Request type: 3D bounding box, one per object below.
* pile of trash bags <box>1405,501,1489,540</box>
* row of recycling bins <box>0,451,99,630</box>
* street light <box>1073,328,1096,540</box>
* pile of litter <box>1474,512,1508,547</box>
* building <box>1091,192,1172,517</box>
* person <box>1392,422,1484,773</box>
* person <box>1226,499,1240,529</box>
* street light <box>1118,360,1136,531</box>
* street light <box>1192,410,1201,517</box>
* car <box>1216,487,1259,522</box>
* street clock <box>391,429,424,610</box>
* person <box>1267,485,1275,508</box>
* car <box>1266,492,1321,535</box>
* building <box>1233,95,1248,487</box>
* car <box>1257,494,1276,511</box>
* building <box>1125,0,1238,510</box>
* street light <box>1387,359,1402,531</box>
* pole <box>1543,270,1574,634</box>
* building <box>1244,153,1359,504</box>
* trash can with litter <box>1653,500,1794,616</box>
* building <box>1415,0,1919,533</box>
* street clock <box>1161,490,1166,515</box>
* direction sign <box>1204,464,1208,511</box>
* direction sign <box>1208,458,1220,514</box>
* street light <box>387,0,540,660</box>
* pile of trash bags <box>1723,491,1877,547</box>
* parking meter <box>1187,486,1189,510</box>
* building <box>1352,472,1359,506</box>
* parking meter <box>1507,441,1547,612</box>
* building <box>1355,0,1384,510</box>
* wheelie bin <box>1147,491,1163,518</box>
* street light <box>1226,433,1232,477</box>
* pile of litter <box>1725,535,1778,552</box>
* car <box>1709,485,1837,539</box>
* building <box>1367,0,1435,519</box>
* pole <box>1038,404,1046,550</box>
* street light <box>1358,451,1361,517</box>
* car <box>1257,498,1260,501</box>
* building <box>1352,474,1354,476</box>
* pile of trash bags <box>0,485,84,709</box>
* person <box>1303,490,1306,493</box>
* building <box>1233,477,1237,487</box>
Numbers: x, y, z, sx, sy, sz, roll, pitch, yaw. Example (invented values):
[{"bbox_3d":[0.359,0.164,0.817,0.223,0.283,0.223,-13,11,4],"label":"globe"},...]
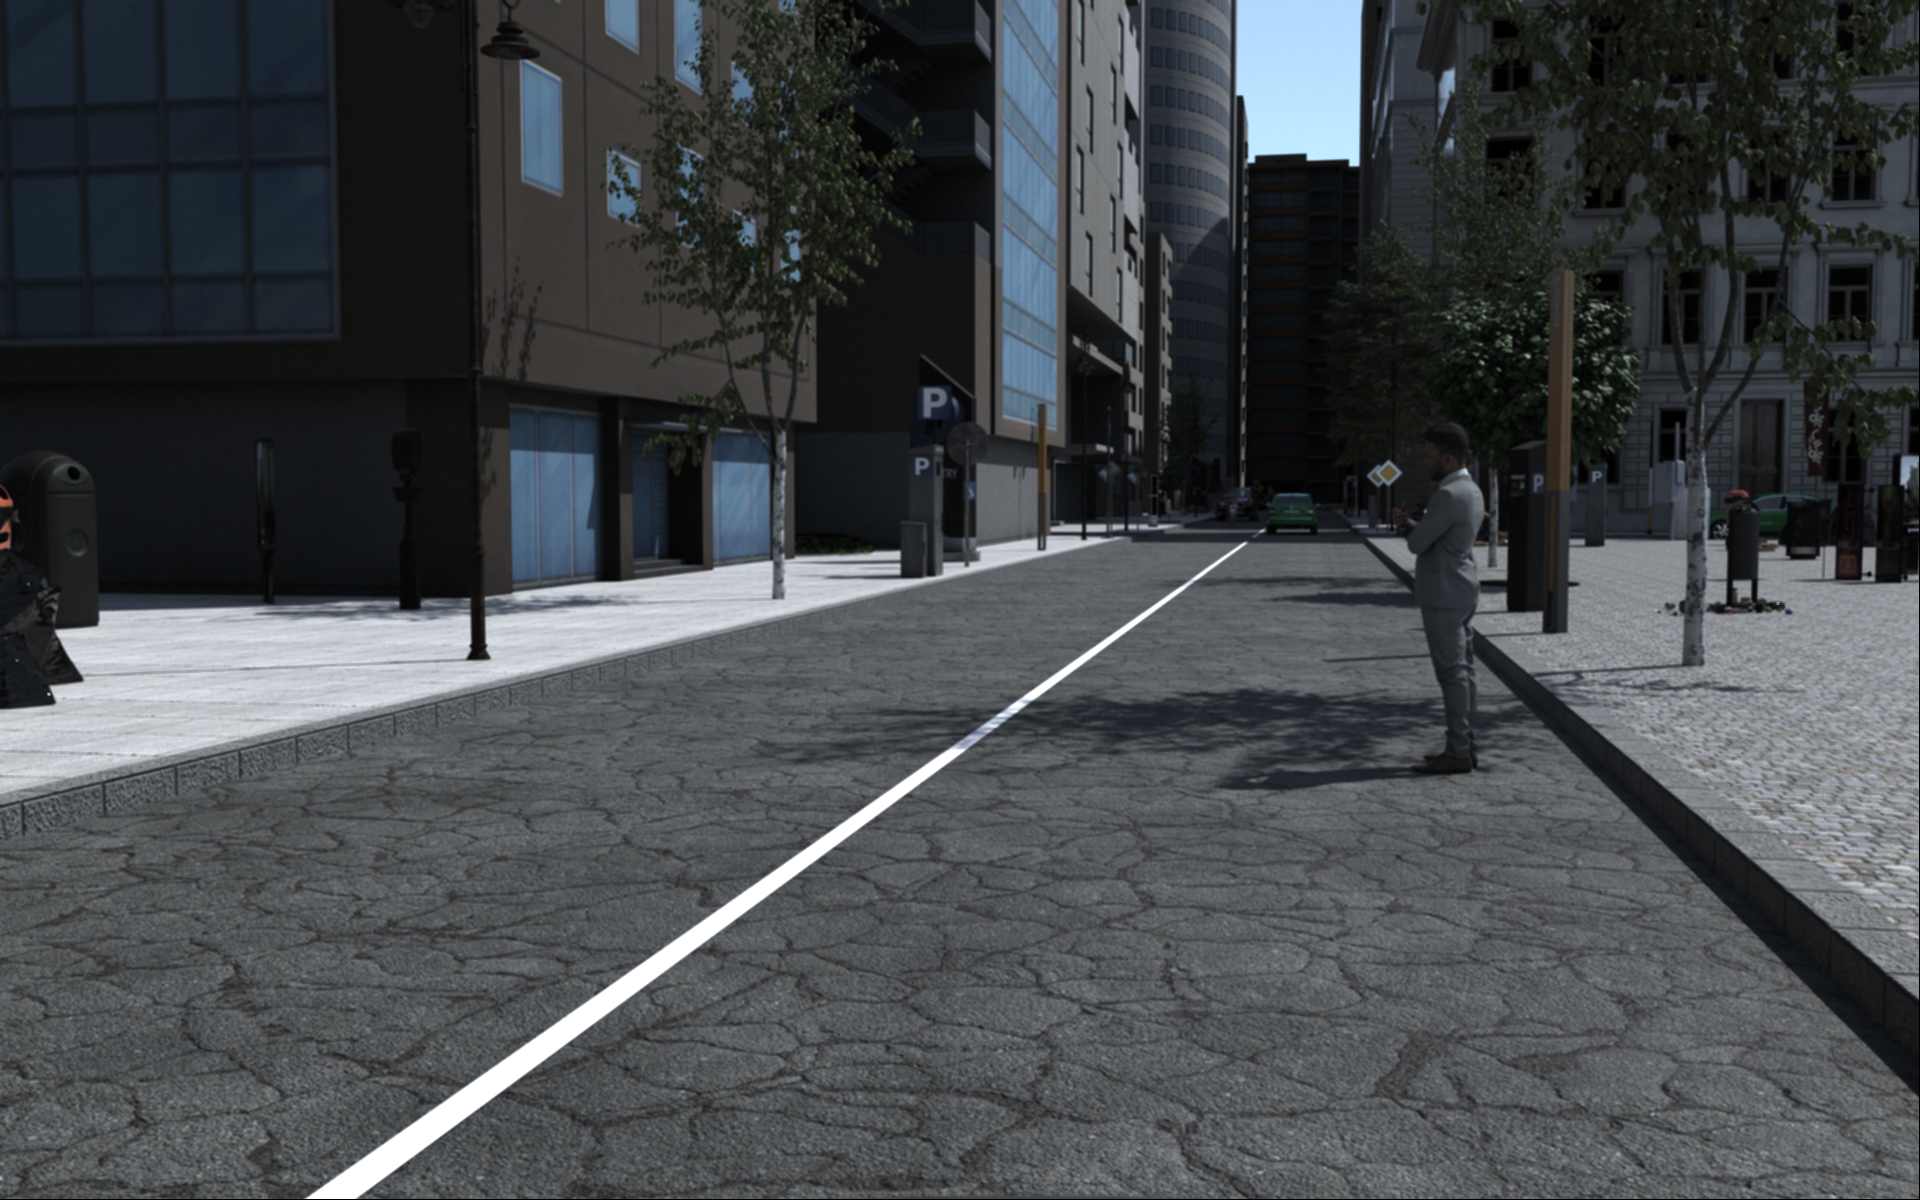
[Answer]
[{"bbox_3d":[14.127,-2.313,47.566,3.447,1.369,1.912,-1,4,-9],"label":"pile of trash bags"},{"bbox_3d":[-9.774,-0.527,15.726,1.069,1.692,3.534,3,5,43],"label":"row of recycling bins"},{"bbox_3d":[3.471,-4.617,48.277,0.468,5.910,1.993,1,4,11],"label":"street light"},{"bbox_3d":[13.195,-1.767,42.856,1.719,0.858,1.176,-1,4,-15],"label":"pile of litter"},{"bbox_3d":[-1.382,-16.320,111.867,27.650,21.520,28.899,1,4,11],"label":"building"},{"bbox_3d":[2.493,-0.023,9.059,0.466,1.800,0.511,1,4,16],"label":"person"},{"bbox_3d":[11.165,-3.503,70.794,0.505,1.210,0.382,-1,4,-16],"label":"person"},{"bbox_3d":[5.769,-5.328,59.900,0.468,5.910,1.993,1,4,11],"label":"street light"},{"bbox_3d":[12.964,-7.474,94.991,0.468,5.910,1.993,1,4,11],"label":"street light"},{"bbox_3d":[14.811,-5.114,92.294,2.281,1.827,5.304,1,4,12],"label":"car"},{"bbox_3d":[-6.114,-0.895,19.203,0.358,2.002,0.471,0,4,-3],"label":"street clock"},{"bbox_3d":[13.696,-4.141,76.122,0.836,1.842,0.656,-3,5,-39],"label":"person"},{"bbox_3d":[12.035,-3.290,62.584,1.959,1.807,4.718,1,4,12],"label":"car"},{"bbox_3d":[21.674,-35.116,197.855,21.600,48.544,21.300,1,4,11],"label":"building"},{"bbox_3d":[27.029,-8.662,151.413,2.009,1.686,4.222,1,4,13],"label":"car"},{"bbox_3d":[12.404,-37.089,148.407,21.231,58.520,28.212,1,4,11],"label":"building"},{"bbox_3d":[14.845,-5.294,59.338,0.468,5.910,1.993,1,4,11],"label":"street light"},{"bbox_3d":[5.506,-1.351,15.928,0.158,3.312,0.155,0,3,0],"label":"pole"},{"bbox_3d":[40.981,-34.956,226.149,28.867,44.769,22.147,1,4,11],"label":"building"},{"bbox_3d":[8.299,-0.489,19.050,2.233,1.210,1.678,-3,4,-36],"label":"trash can with litter"},{"bbox_3d":[27.126,-13.743,60.855,21.152,22.565,11.583,1,4,11],"label":"building"},{"bbox_3d":[12.568,-6.277,107.197,0.358,2.002,0.471,-1,4,-19],"label":"street clock"},{"bbox_3d":[18.419,-8.352,128.556,0.876,3.537,0.379,0,4,0],"label":"direction sign"},{"bbox_3d":[16.192,-7.170,109.230,0.379,3.537,0.876,2,4,31],"label":"direction sign"},{"bbox_3d":[-3.737,-2.476,13.267,0.468,5.910,1.993,1,4,11],"label":"street light"},{"bbox_3d":[20.818,-2.033,42.999,3.447,1.369,1.912,1,4,22],"label":"pile of trash bags"},{"bbox_3d":[16.572,-7.411,126.888,0.255,1.863,0.399,2,4,28],"label":"parking meter"},{"bbox_3d":[53.646,-46.026,190.771,20.563,71.187,20.611,1,4,11],"label":"building"},{"bbox_3d":[6.184,-0.806,18.892,0.399,1.863,0.255,-2,4,-35],"label":"parking meter"},{"bbox_3d":[40.687,-30.296,145.443,14.600,45.320,14.200,1,4,11],"label":"building"},{"bbox_3d":[10.453,-5.206,93.019,0.693,1.594,0.980,2,4,25],"label":"wheelie bin"},{"bbox_3d":[20.166,-9.608,129.881,0.468,5.910,1.993,1,4,11],"label":"street light"},{"bbox_3d":[17.941,-1.546,39.235,1.719,0.858,1.176,-3,5,-44],"label":"pile of litter"},{"bbox_3d":[23.842,-2.588,51.106,4.718,1.807,1.959,1,4,13],"label":"car"},{"bbox_3d":[28.601,-19.436,95.275,11.434,29.767,29.804,1,4,11],"label":"building"},{"bbox_3d":[1.867,-2.784,39.366,0.158,3.312,0.155,0,3,0],"label":"pole"},{"bbox_3d":[21.998,-7.493,95.299,0.468,5.910,1.993,1,4,11],"label":"street light"},{"bbox_3d":[29.318,-9.331,164.358,2.131,1.459,4.920,1,4,12],"label":"car"},{"bbox_3d":[50.250,-33.426,166.129,23.786,49.044,30.456,1,4,11],"label":"building"},{"bbox_3d":[-6.823,-0.104,11.459,1.912,1.369,3.447,-1,4,-18],"label":"pile of trash bags"},{"bbox_3d":[29.855,-8.658,150.190,0.705,1.807,1.348,1,4,13],"label":"person"},{"bbox_3d":[11.714,-29.599,175.818,32.217,40.220,23.993,1,4,11],"label":"building"}]
